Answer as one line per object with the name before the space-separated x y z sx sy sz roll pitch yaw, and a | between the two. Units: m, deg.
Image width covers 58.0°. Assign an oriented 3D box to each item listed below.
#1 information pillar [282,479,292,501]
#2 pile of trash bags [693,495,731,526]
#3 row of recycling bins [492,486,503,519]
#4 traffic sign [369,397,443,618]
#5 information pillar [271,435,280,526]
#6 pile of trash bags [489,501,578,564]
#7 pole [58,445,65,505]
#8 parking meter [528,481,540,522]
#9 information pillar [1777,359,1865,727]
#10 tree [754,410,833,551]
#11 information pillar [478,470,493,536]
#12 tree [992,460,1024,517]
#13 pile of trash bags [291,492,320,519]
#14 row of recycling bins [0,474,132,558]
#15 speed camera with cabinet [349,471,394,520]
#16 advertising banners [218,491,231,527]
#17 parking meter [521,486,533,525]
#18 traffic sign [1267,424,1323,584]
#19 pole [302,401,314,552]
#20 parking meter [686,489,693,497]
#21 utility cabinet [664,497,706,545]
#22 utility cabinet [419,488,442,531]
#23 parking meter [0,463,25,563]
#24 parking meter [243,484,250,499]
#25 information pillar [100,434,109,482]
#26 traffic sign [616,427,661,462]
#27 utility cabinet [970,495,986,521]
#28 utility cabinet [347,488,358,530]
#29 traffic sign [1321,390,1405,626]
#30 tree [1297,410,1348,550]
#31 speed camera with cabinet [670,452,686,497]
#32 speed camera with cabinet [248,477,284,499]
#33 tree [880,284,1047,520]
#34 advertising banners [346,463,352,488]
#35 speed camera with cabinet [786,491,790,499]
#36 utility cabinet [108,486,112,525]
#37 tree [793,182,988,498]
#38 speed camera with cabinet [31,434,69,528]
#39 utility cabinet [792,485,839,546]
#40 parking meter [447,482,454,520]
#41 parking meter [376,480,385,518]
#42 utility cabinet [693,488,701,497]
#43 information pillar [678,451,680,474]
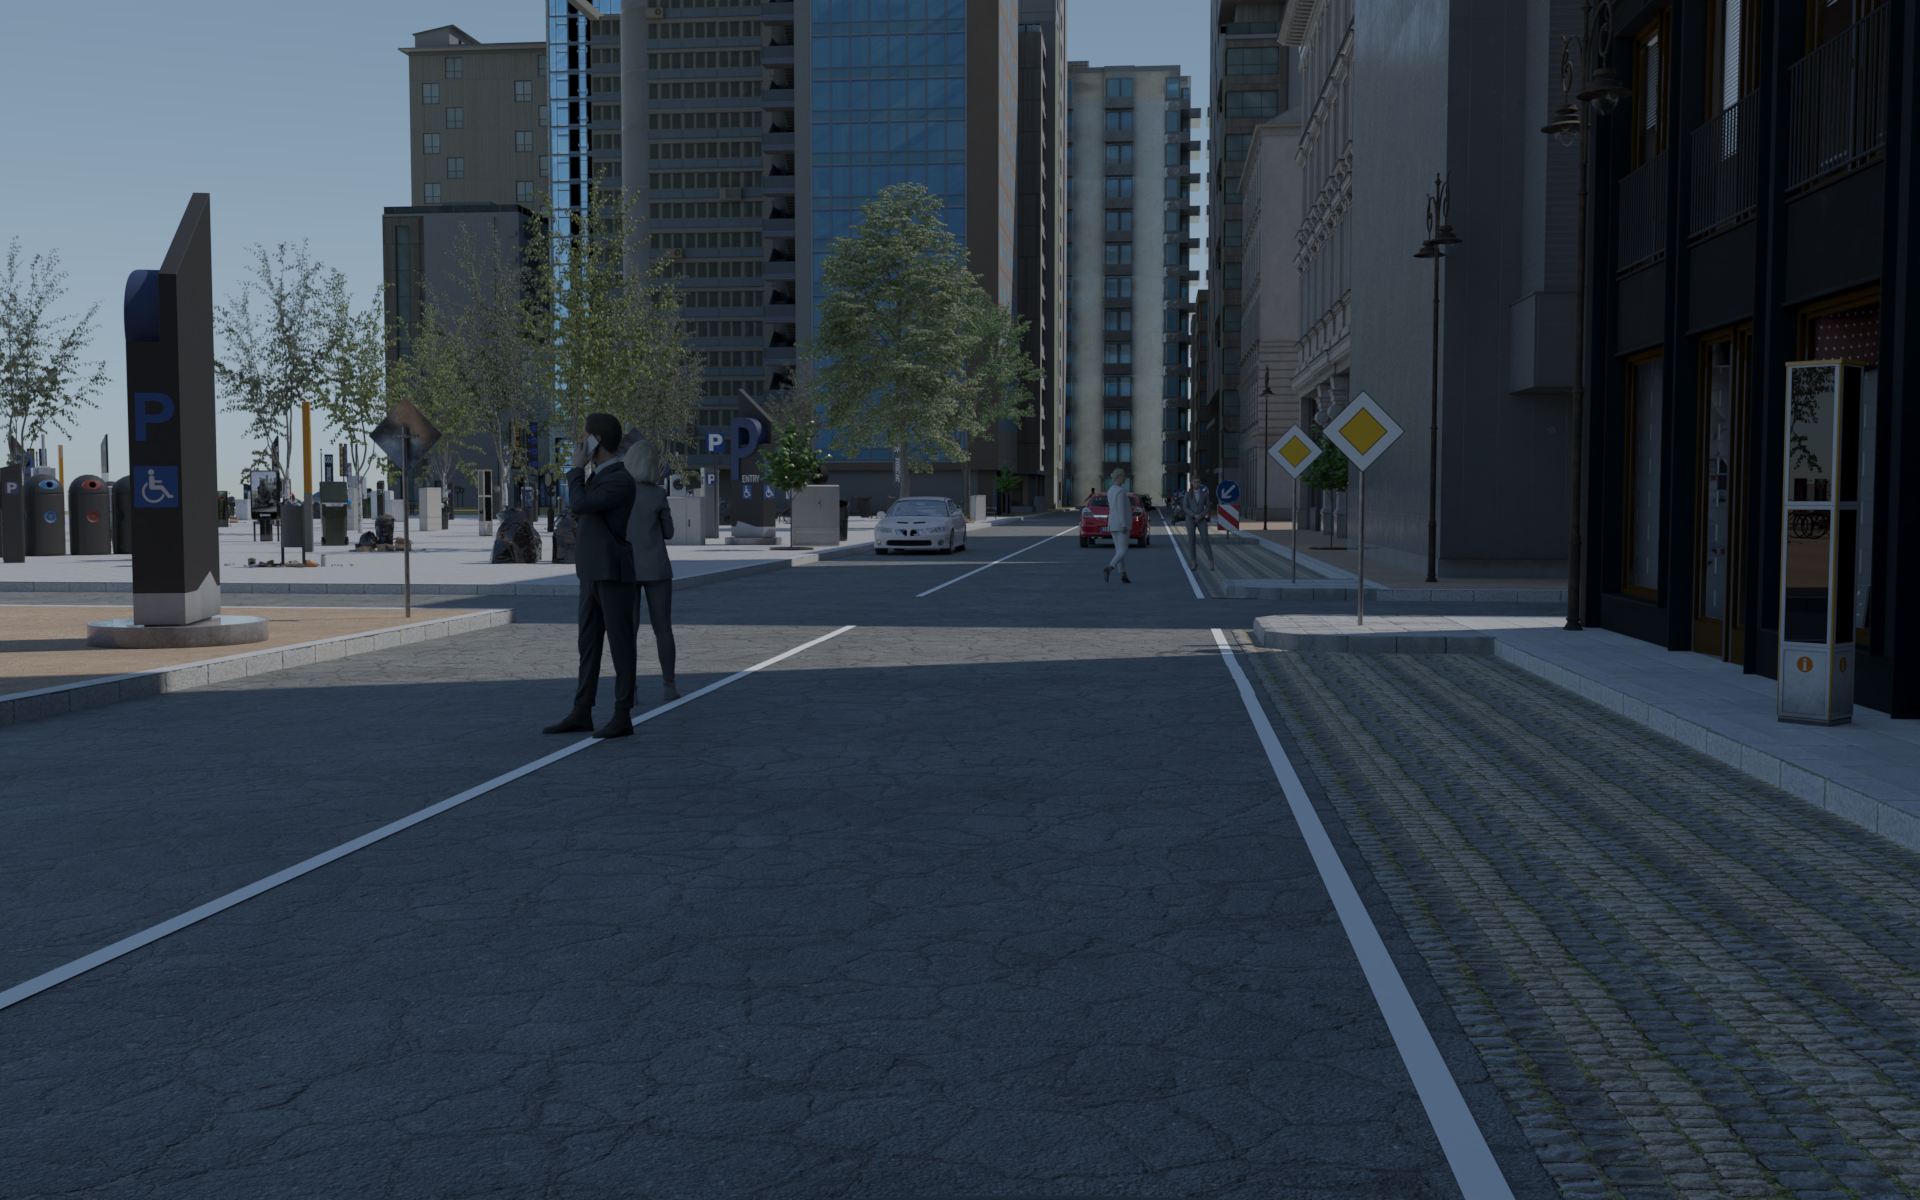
information pillar | -32.119 -4.781 82.657 0.304 2.012 0.304 2 4 32
pile of trash bags | -10.869 -3.758 71.202 3.447 1.369 1.912 0 4 6
row of recycling bins | -24.079 -5.013 89.070 1.069 1.692 3.534 -2 4 -24
traffic sign | -5.730 -0.874 17.924 0.795 2.450 0.064 0 4 6
information pillar | -27.240 -4.748 68.977 0.183 3.616 0.504 0 4 6
pile of trash bags | -7.149 -1.390 32.477 3.447 1.369 1.912 0 4 8
pole | -37.321 -4.777 71.940 0.158 3.312 0.155 0 3 0
parking meter | -19.562 -4.510 79.445 0.399 1.863 0.255 1 4 9
information pillar | 4.801 -0.317 9.668 0.304 2.012 0.304 -3 5 -40
tree | -3.945 -2.767 39.845 1.663 3.219 1.824 0 3 0
information pillar | -14.409 -2.941 52.573 0.304 2.012 0.304 3 5 40
tree | 2.547 -6.384 98.985 1.663 3.219 1.824 0 3 0
pile of trash bags | -33.618 -4.841 88.900 1.912 1.369 3.447 1 4 9
row of recycling bins | -18.676 -1.778 36.178 1.069 1.692 3.534 3 5 44
speed camera with cabinet | -29.498 -5.659 86.853 2.038 3.252 0.660 0 4 2
advertising banners | -29.286 -4.330 66.980 2.074 3.025 0.090 0 4 0
parking meter | -14.019 -2.917 56.112 0.372 1.533 0.369 0 3 0
traffic sign | 4.780 -1.293 24.781 0.795 2.450 0.064 0 4 6
pole | -14.389 -2.713 38.207 0.158 3.312 0.155 0 3 0
parking meter | -14.314 -5.092 91.657 0.372 1.533 0.369 0 3 0
utility cabinet | -6.920 -1.978 43.500 1.020 1.237 0.306 1 4 16
utility cabinet | -18.366 -3.140 60.016 0.318 1.500 1.173 0 4 7
parking meter | -17.640 -1.620 32.197 0.399 1.863 0.255 -2 4 -32
parking meter | -39.447 -5.517 95.920 0.399 1.863 0.255 1 4 19
information pillar | -33.391 -4.668 67.675 0.504 3.616 0.183 3 5 40
traffic sign | -4.853 -1.359 25.861 0.795 2.450 0.064 0 4 6
utility cabinet | 0.872 -4.435 83.680 0.306 1.237 1.020 2 4 30
utility cabinet | -21.529 -3.191 60.853 1.173 1.500 0.318 3 4 36
traffic sign | 3.904 -0.807 16.844 0.795 2.450 0.064 0 4 6
tree | 8.617 -2.788 40.190 1.663 3.219 1.824 0 3 0
speed camera with cabinet | -13.956 -5.325 81.407 2.038 3.252 0.660 -1 4 -17
speed camera with cabinet | -37.766 -6.118 94.372 0.660 3.252 2.038 2 4 30
tree | 0.202 -9.727 84.785 9.928 11.665 9.643 0 3 0
advertising banners | -33.439 -6.117 96.206 2.074 3.025 0.090 2 4 34
speed camera with cabinet | -7.337 -5.456 83.548 2.038 3.252 0.660 -1 4 -19
utility cabinet | -23.755 -2.471 49.072 1.173 1.500 0.318 0 4 -1
tree | -2.412 -8.906 63.748 7.486 12.596 7.792 0 3 0
speed camera with cabinet | -29.790 -3.879 57.765 2.038 3.252 0.660 -2 4 -34
utility cabinet | -3.539 -2.054 42.266 1.173 1.500 0.318 0 4 -7
parking meter | -25.344 -4.910 85.988 0.399 1.863 0.255 0 4 -5
parking meter | -24.621 -4.154 73.636 0.255 1.863 0.399 0 4 -3
utility cabinet | -9.923 -3.554 66.788 0.318 1.500 1.173 1 4 14
information pillar | -15.186 -6.263 93.758 0.183 3.616 0.504 -1 4 -13
